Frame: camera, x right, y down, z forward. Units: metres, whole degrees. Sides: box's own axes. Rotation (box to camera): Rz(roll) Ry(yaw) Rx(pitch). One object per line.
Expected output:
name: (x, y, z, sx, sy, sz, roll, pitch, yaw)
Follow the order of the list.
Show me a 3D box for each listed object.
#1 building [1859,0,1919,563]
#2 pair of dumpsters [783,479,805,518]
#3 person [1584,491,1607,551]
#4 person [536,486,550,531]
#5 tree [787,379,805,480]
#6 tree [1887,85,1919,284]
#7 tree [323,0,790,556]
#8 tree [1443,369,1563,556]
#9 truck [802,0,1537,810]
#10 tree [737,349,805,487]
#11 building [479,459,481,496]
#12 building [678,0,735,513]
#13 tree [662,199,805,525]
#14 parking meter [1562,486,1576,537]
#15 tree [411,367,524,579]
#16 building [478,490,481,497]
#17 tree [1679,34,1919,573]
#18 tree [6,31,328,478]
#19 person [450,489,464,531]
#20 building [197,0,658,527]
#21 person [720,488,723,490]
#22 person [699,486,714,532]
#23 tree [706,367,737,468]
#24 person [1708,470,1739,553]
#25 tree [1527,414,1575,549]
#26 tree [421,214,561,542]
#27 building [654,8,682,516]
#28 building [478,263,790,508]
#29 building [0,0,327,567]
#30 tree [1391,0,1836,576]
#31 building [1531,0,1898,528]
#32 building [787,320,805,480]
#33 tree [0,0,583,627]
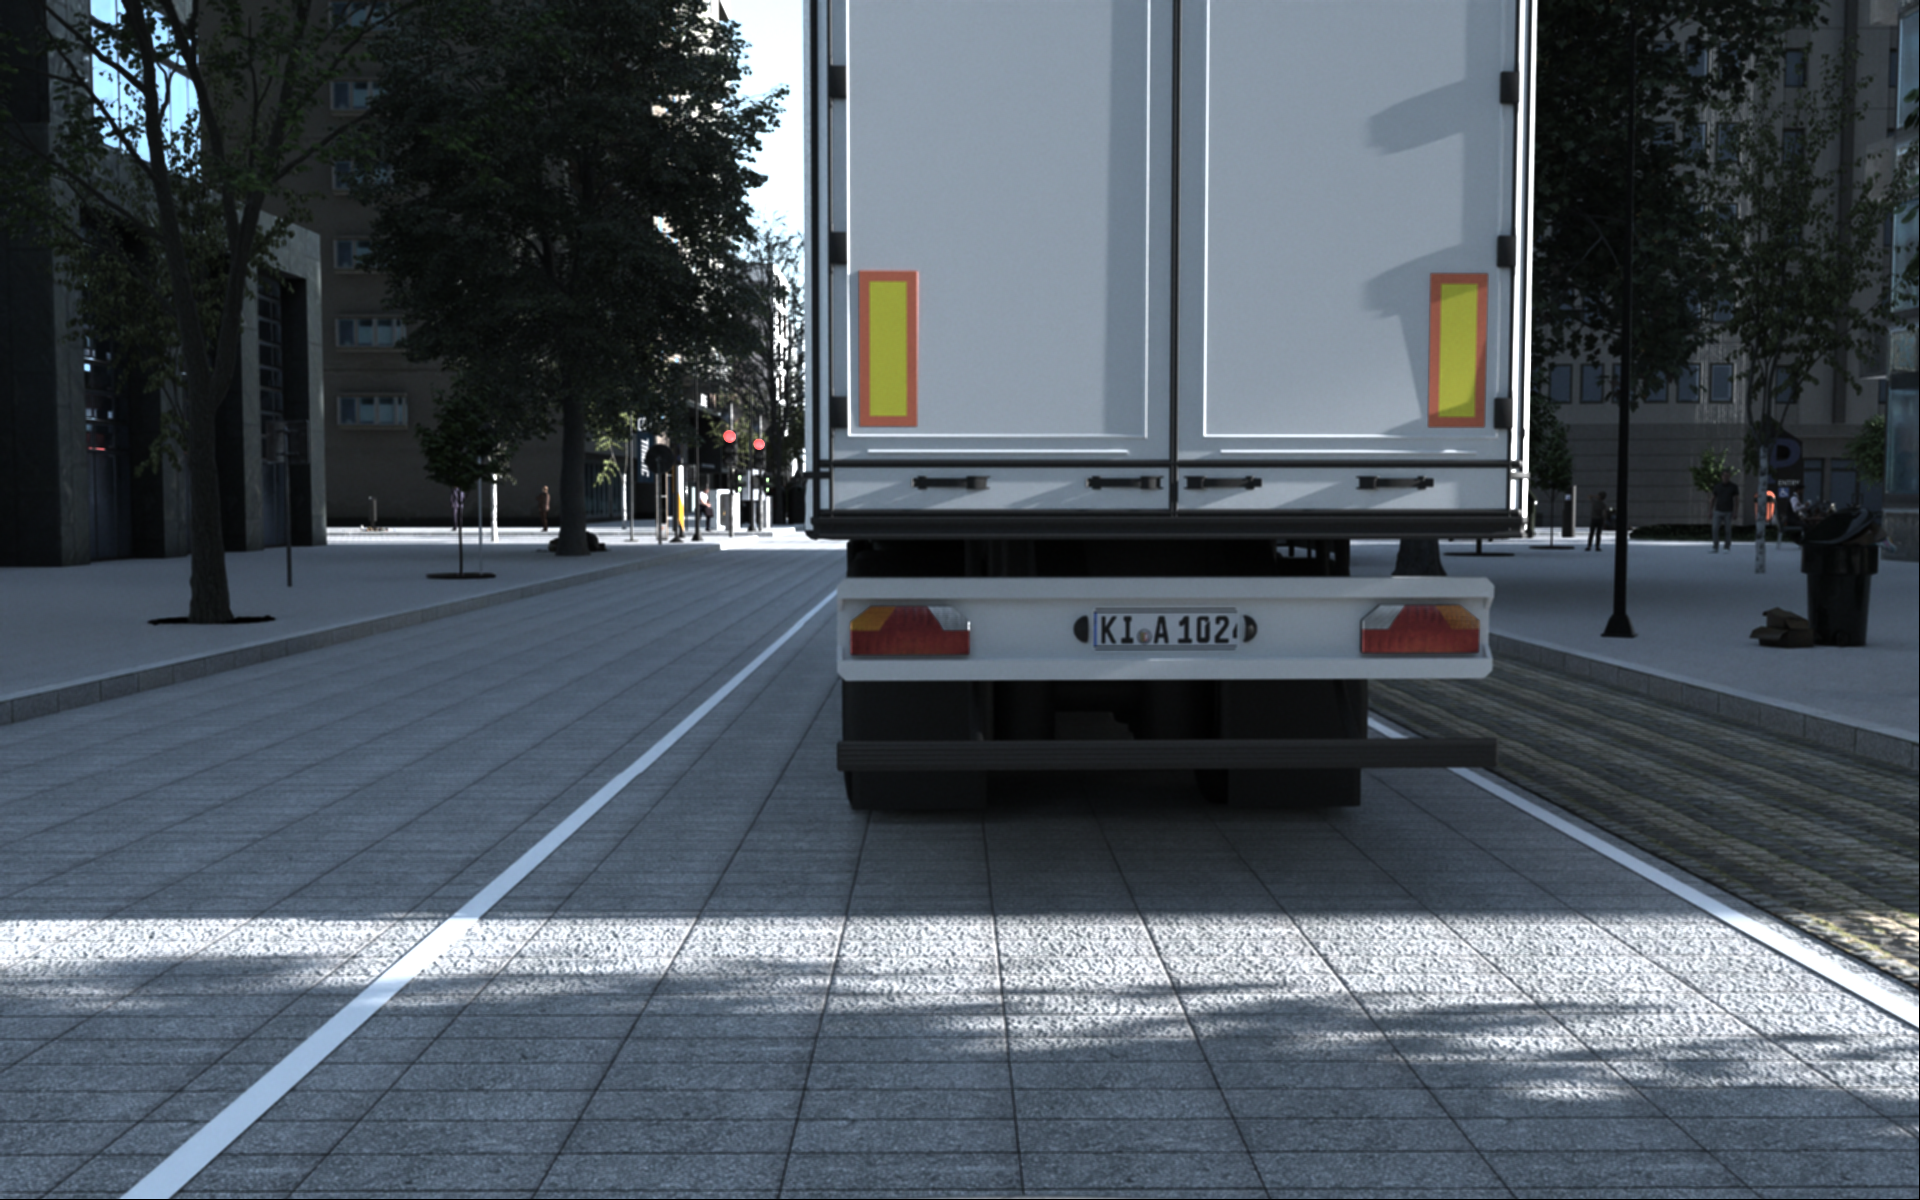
building: (27.537, -24.461, 19.554, 23.786, 49.044, 30.456, 0, 4, 0)
pair of dumpsters: (-8.792, -5.618, 94.353, 1.574, 2.255, 4.437, 0, 4, 0)
person: (14.335, -1.780, 39.055, 0.435, 1.345, 0.340, 1, 4, 16)
person: (-14.374, -3.143, 59.705, 0.388, 1.546, 0.482, 2, 4, 27)
tree: (-8.074, -9.577, 106.944, 4.360, 8.622, 3.978, 0, 3, 0)
tree: (6.185, -1.466, 7.689, 4.285, 4.588, 4.351, 0, 3, 0)
tree: (-8.108, -7.908, 35.951, 9.857, 13.997, 8.962, 0, 3, 0)
tree: (10.823, -3.215, 36.280, 4.285, 4.588, 4.351, 0, 3, 0)
truck: (0.500, -1.367, 11.271, 2.839, 4.237, 11.283, 0, 4, -2)
tree: (-8.024, -8.363, 87.098, 4.737, 8.622, 4.395, 0, 3, 0)
building: (-42.033, -15.702, 198.880, 28.070, 9.664, 9.099, 0, 4, 0)
building: (-29.984, -32.167, 115.169, 28.713, 52.752, 27.495, 0, 4, 0)
tree: (-7.709, -9.926, 72.668, 12.009, 13.543, 11.850, 0, 3, 0)
parking meter: (18.085, -2.631, 51.432, 0.372, 1.533, 0.369, 0, 3, 0)
tree: (-7.546, -1.956, 26.588, 1.663, 3.219, 1.824, 0, 3, 0)
building: (-61.836, -20.703, 194.920, 11.380, 20.091, 16.016, 0, 4, 0)
tree: (13.202, -4.737, 27.809, 4.737, 8.622, 4.395, 0, 3, 0)
tree: (-12.096, -4.677, 26.829, 4.737, 8.622, 4.395, 0, 3, 0)
person: (-17.662, -3.295, 60.828, 0.541, 1.710, 0.530, -2, 4, -32)
building: (-26.005, -27.697, 76.542, 21.300, 48.544, 21.600, 0, 4, 0)
person: (-12.696, -5.132, 91.818, 0.647, 1.594, 0.662, 2, 4, 31)
person: (-8.735, -3.116, 59.210, 0.590, 1.554, 0.614, 1, 4, 20)
tree: (-12.346, -8.969, 97.007, 4.737, 8.622, 4.395, 0, 3, 0)
person: (16.577, -1.924, 37.629, 0.434, 1.807, 0.598, -3, 5, -42)
tree: (13.994, -2.821, 40.727, 1.663, 3.219, 1.824, 0, 3, 0)
tree: (-12.380, -5.891, 46.686, 4.360, 8.622, 3.978, 0, 3, 0)
building: (-23.352, -27.188, 94.634, 14.600, 45.320, 14.200, 0, 4, 0)
building: (-30.287, -18.774, 150.937, 27.936, 21.610, 32.646, 0, 4, 0)
building: (-31.307, -43.847, 29.568, 31.000, 86.520, 22.319, 0, 4, 0)
tree: (6.002, -6.448, 22.426, 9.611, 12.733, 9.660, 0, 3, 0)
building: (27.766, -32.579, 74.669, 28.212, 58.520, 21.231, 0, 4, 0)
building: (-22.276, -20.648, 194.015, 11.380, 20.091, 16.016, 0, 4, 0)
tree: (-7.463, -5.587, 17.104, 9.928, 11.665, 9.643, 0, 3, 0)
